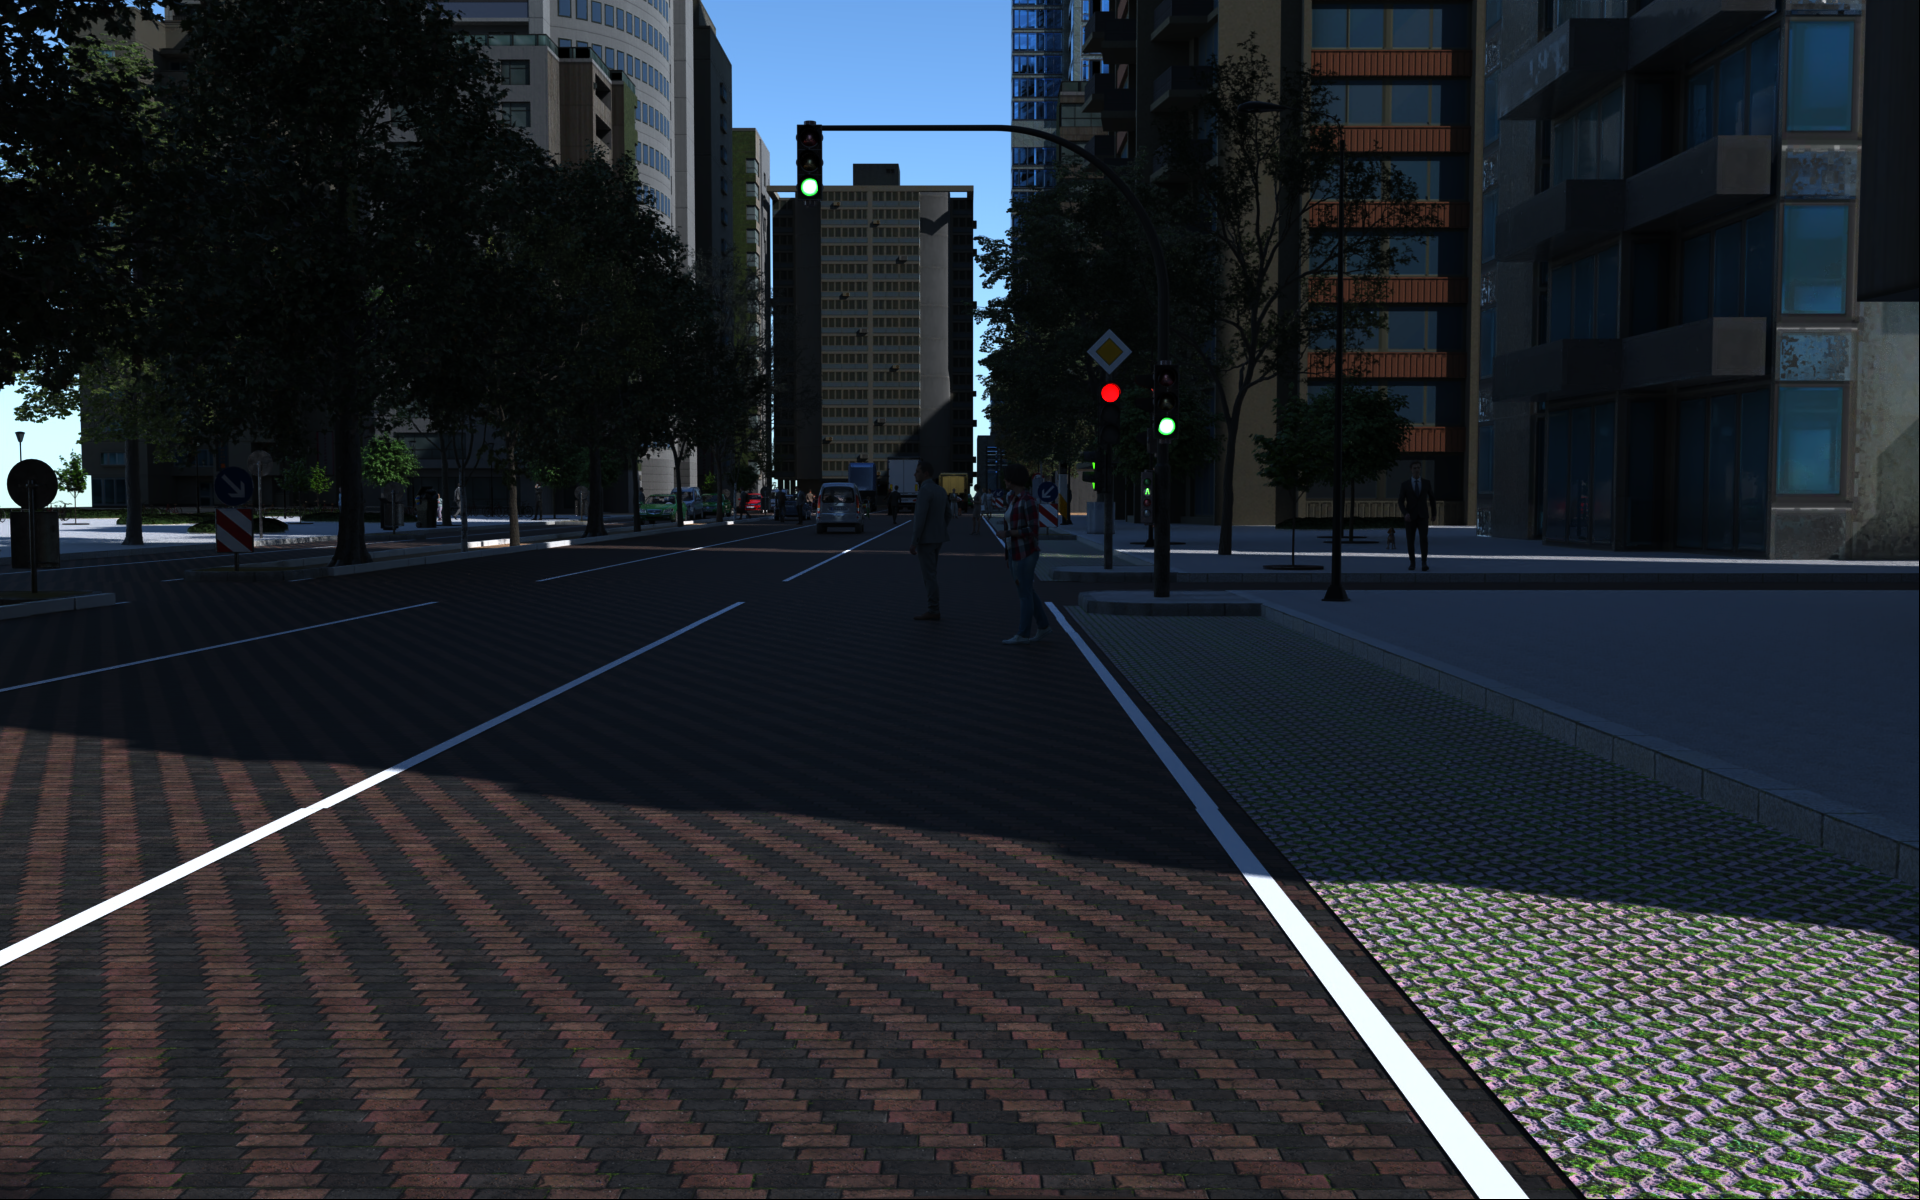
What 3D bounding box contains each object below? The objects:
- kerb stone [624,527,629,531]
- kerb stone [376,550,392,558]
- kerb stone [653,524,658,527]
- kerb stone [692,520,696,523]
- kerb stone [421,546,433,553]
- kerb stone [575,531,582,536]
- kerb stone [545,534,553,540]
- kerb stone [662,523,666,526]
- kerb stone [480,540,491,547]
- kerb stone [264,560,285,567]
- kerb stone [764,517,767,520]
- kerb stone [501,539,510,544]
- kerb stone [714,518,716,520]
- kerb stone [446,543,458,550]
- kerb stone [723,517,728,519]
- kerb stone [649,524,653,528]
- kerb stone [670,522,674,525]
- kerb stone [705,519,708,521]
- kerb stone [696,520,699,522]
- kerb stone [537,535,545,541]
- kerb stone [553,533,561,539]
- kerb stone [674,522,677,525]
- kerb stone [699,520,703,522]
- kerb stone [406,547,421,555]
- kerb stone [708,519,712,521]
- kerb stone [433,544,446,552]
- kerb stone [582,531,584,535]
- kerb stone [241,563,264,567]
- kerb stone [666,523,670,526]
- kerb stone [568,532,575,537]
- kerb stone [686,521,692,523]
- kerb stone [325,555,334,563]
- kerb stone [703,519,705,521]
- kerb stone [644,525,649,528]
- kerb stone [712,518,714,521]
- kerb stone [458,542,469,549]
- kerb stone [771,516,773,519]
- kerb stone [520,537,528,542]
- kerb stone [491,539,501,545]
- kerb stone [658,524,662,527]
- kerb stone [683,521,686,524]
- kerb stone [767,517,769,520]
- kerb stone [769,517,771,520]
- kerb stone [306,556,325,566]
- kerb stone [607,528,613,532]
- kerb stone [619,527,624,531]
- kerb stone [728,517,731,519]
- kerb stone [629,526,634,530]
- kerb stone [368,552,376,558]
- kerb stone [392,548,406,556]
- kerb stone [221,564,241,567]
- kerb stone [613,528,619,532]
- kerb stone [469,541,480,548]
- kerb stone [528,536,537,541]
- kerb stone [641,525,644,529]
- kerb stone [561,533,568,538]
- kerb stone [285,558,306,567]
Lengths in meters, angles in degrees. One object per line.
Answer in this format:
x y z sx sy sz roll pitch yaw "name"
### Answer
-12.963 -2.715 66.587 0.120 0.150 1.000 0 4 0 "kerb stone"
-13.047 -1.013 38.909 0.120 0.150 1.000 0 4 0 "kerb stone"
-12.956 -3.092 72.755 0.120 0.150 1.000 0 4 0 "kerb stone"
-12.917 -3.714 83.006 0.120 0.150 1.000 0 4 0 "kerb stone"
-13.039 -1.208 41.977 0.120 0.150 1.000 0 4 0 "kerb stone"
-12.991 -2.212 58.370 0.120 0.150 1.000 0 4 0 "kerb stone"
-13.003 -1.961 54.257 0.120 0.150 1.000 0 4 0 "kerb stone"
-12.936 -3.218 74.810 0.120 0.150 1.000 0 4 0 "kerb stone"
-13.028 -1.521 47.089 0.120 0.150 1.000 0 4 0 "kerb stone"
-13.068 -0.637 32.762 0.120 0.150 1.000 0 4 0 "kerb stone"
-10.786 -4.408 94.266 0.120 0.150 1.000 0 4 0 "kerb stone"
-13.022 -1.648 49.144 0.120 0.150 1.000 0 4 0 "kerb stone"
-12.903 -4.158 90.174 0.120 0.150 1.000 0 4 0 "kerb stone"
-13.034 -1.335 44.022 0.120 0.150 1.000 0 4 0 "kerb stone"
-12.888 -4.407 94.283 0.120 0.150 1.000 0 4 0 "kerb stone"
-12.957 -3.029 71.725 0.120 0.150 1.000 0 4 0 "kerb stone"
-12.942 -3.339 76.854 0.120 0.150 1.000 0 4 0 "kerb stone"
-12.911 -3.969 87.100 0.120 0.150 1.000 0 4 0 "kerb stone"
-12.915 -3.782 84.028 0.120 0.150 1.000 0 4 0 "kerb stone"
-13.001 -1.898 53.234 0.120 0.150 1.000 0 4 0 "kerb stone"
-12.997 -2.024 55.293 0.120 0.150 1.000 0 4 0 "kerb stone"
-12.931 -3.401 77.887 0.120 0.150 1.000 0 4 0 "kerb stone"
-12.903 -3.838 85.051 0.120 0.150 1.000 0 4 0 "kerb stone"
-13.034 -1.146 40.953 0.120 0.150 1.000 0 4 0 "kerb stone"
-12.897 -4.030 88.122 0.120 0.150 1.000 0 4 0 "kerb stone"
-13.035 -1.272 42.999 0.120 0.150 1.000 0 4 0 "kerb stone"
-12.988 -2.276 59.402 0.120 0.150 1.000 0 4 0 "kerb stone"
-13.071 -0.582 31.739 0.120 0.150 1.000 0 4 0 "kerb stone"
-12.943 -3.274 75.832 0.120 0.150 1.000 0 4 0 "kerb stone"
-12.993 -2.150 57.347 0.120 0.150 1.000 0 4 0 "kerb stone"
-12.922 -3.657 81.981 0.120 0.150 1.000 0 4 0 "kerb stone"
-13.064 -0.834 35.831 0.120 0.150 1.000 0 4 0 "kerb stone"
-12.910 -3.907 86.074 0.120 0.150 1.000 0 4 0 "kerb stone"
-12.958 -2.967 70.702 0.120 0.150 1.000 0 4 0 "kerb stone"
-12.900 -4.091 89.144 0.120 0.150 1.000 0 4 0 "kerb stone"
-13.033 -1.396 45.044 0.120 0.150 1.000 0 4 0 "kerb stone"
-10.780 -4.596 97.336 0.120 0.150 1.000 0 4 0 "kerb stone"
-13.018 -1.768 51.190 0.120 0.150 1.000 0 4 0 "kerb stone"
-13.025 -1.585 48.116 0.120 0.150 1.000 0 4 0 "kerb stone"
-12.941 -3.151 73.777 0.120 0.150 1.000 0 4 0 "kerb stone"
-12.921 -3.532 79.935 0.120 0.150 1.000 0 4 0 "kerb stone"
-10.784 -4.469 95.289 0.120 0.150 1.000 0 4 0 "kerb stone"
-10.786 -4.532 96.314 0.120 0.150 1.000 0 4 0 "kerb stone"
-13.060 -0.771 34.808 0.120 0.150 1.000 0 4 0 "kerb stone"
-12.981 -2.527 63.518 0.120 0.150 1.000 0 4 0 "kerb stone"
-12.969 -2.652 65.563 0.120 0.150 1.000 0 4 0 "kerb stone"
-12.882 -4.471 95.305 0.120 0.150 1.000 0 4 0 "kerb stone"
-12.964 -2.775 67.624 0.120 0.150 1.000 0 4 0 "kerb stone"
-13.056 -0.959 37.876 0.120 0.150 1.000 0 4 0 "kerb stone"
-13.046 -1.085 39.931 0.120 0.150 1.000 0 4 0 "kerb stone"
-13.064 -0.516 30.708 0.120 0.150 1.000 0 4 0 "kerb stone"
-12.973 -2.587 64.541 0.120 0.150 1.000 0 4 0 "kerb stone"
-13.032 -1.460 46.066 0.120 0.150 1.000 0 4 0 "kerb stone"
-13.011 -1.833 52.212 0.120 0.150 1.000 0 4 0 "kerb stone"
-12.955 -2.904 69.674 0.120 0.150 1.000 0 4 0 "kerb stone"
-12.993 -2.083 56.320 0.120 0.150 1.000 0 4 0 "kerb stone"
-13.067 -0.708 33.786 0.120 0.150 1.000 0 4 0 "kerb stone"
